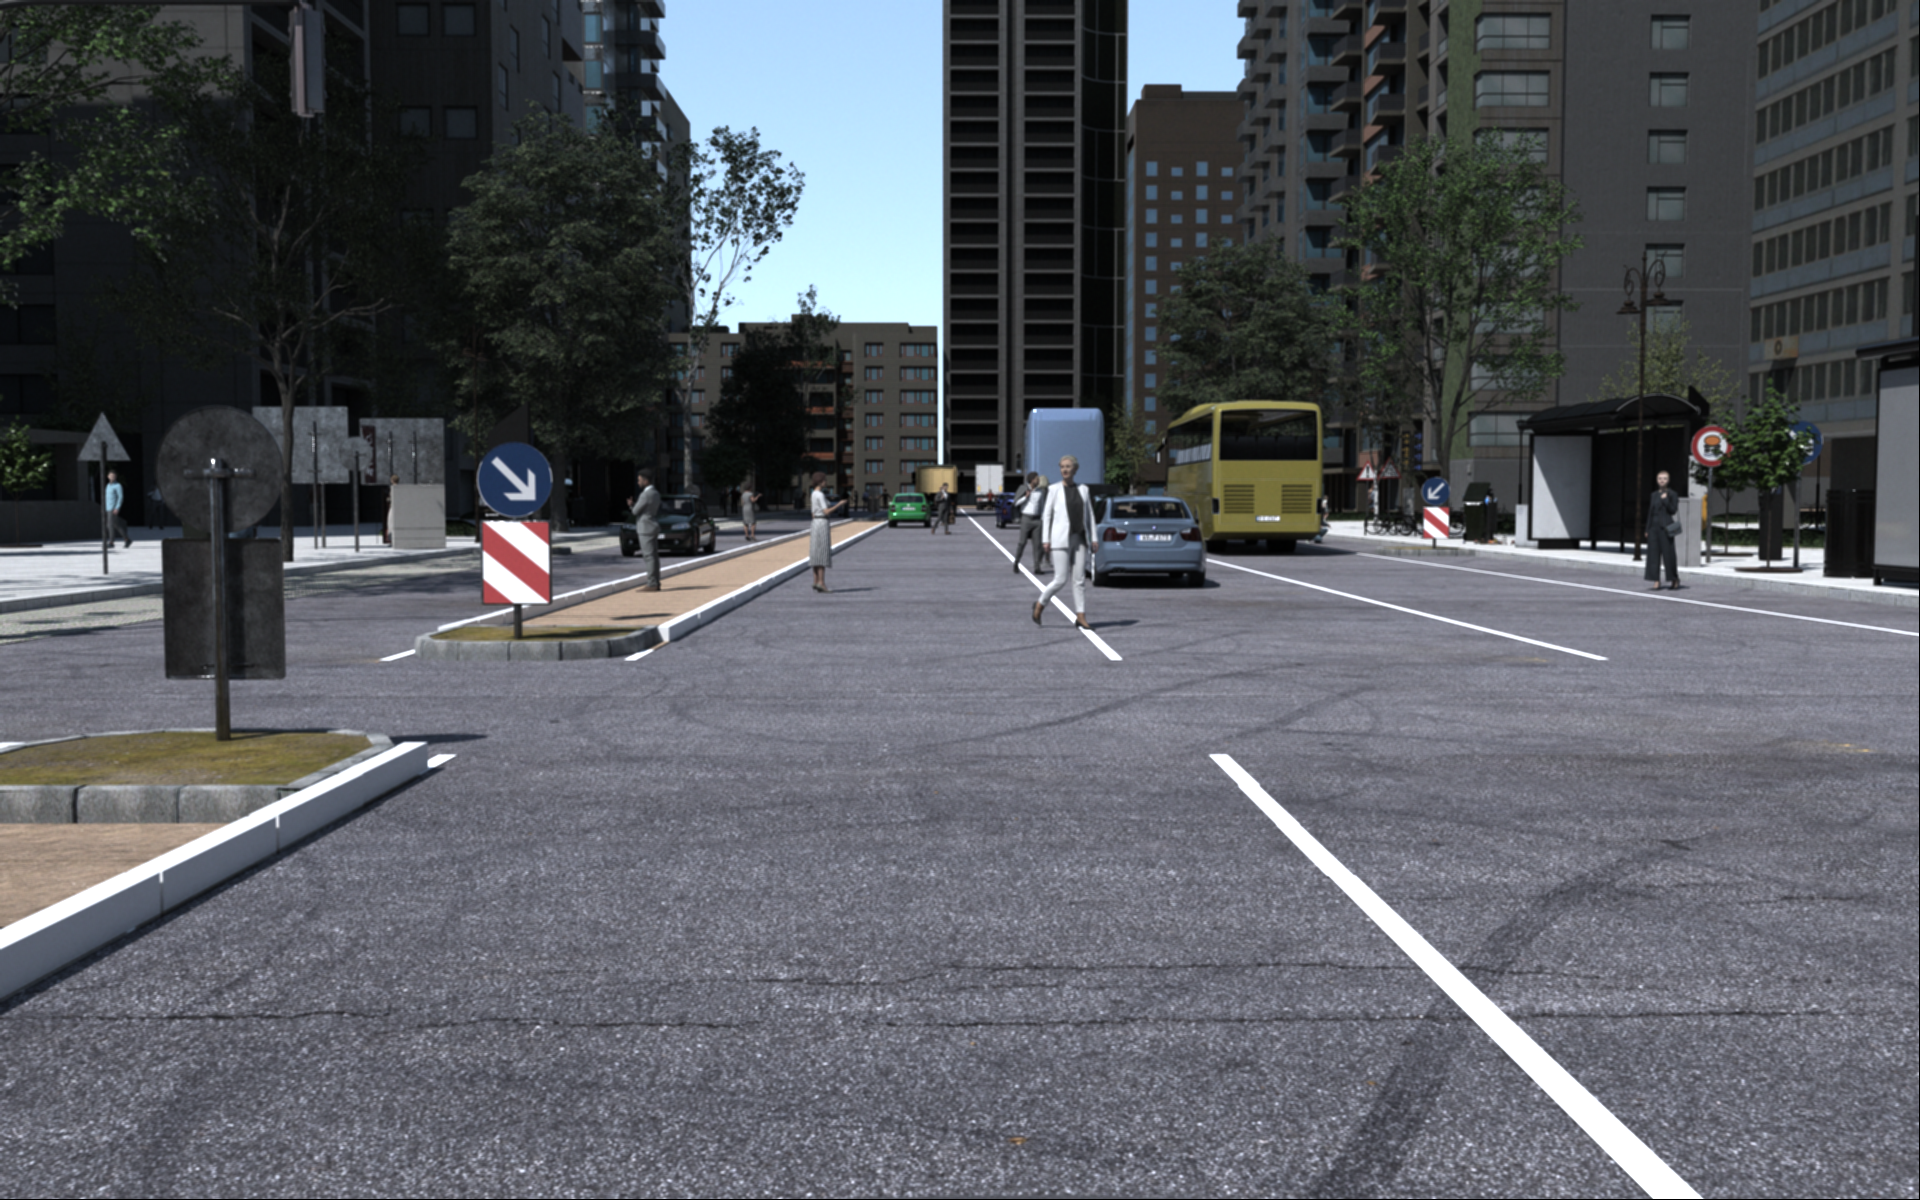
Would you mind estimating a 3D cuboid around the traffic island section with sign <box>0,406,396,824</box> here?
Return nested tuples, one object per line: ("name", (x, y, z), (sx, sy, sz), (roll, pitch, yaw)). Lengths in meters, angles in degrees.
("traffic island section with sign", (-3.844, -0.017, 8.415), (2.006, 1.907, 1.989), (0, 4, 0))

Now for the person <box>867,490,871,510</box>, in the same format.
("person", (-8.460, -9.290, 160.400), (0.705, 1.823, 1.348), (-1, 4, -18))

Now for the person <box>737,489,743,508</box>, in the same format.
("person", (-20.110, -9.192, 157.162), (1.217, 1.723, 0.721), (0, 4, -7))

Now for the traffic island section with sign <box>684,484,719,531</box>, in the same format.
("traffic island section with sign", (-10.551, -3.646, 68.241), (1.989, 1.847, 2.006), (0, 4, 0))

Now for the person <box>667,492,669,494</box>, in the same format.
("person", (-24.176, -8.265, 144.371), (0.628, 1.438, 0.799), (0, 4, -4))

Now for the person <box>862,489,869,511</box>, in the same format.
("person", (-8.146, -8.681, 150.308), (0.709, 1.838, 0.599), (0, 4, -6))

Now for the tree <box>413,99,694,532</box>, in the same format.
("tree", (-13.448, -9.254, 57.960), (9.857, 13.997, 8.962), (0, 3, 0))

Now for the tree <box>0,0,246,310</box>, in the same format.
("tree", (-13.378, -5.894, 22.119), (9.928, 11.665, 9.643), (0, 3, 0))

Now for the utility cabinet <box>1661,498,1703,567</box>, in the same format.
("utility cabinet", (12.790, -1.203, 30.829), (0.306, 1.237, 1.020), (-1, 4, -9))

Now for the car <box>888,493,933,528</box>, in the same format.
("car", (-2.158, -4.056, 75.109), (1.959, 1.807, 4.718), (0, 4, 0))

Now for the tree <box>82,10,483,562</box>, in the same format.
("tree", (-12.511, -6.012, 32.709), (8.767, 10.594, 7.601), (3, 5, 43))

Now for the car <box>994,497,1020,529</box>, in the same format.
("car", (2.442, -3.696, 73.007), (1.945, 1.354, 3.894), (0, 4, -2))

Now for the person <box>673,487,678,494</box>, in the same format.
("person", (-23.294, -8.324, 142.070), (0.705, 1.831, 1.348), (1, 4, 17))

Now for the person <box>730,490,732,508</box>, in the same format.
("person", (-21.567, -9.645, 164.554), (0.721, 1.723, 1.217), (0, 4, 0))

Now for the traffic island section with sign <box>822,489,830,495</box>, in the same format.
("traffic island section with sign", (-11.202, -8.349, 145.141), (1.989, 1.847, 2.006), (0, 4, 0))

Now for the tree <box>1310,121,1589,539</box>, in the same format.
("tree", (13.907, -7.570, 49.524), (9.928, 11.665, 9.643), (0, 3, 0))

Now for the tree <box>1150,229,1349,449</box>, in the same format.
("tree", (13.705, -10.760, 82.587), (9.857, 13.997, 8.962), (0, 3, 0))

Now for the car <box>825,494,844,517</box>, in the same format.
("car", (-8.376, -6.078, 111.373), (2.014, 1.417, 4.499), (0, 4, -2))

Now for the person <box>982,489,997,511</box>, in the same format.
("person", (2.556, -8.466, 146.858), (1.348, 1.831, 0.705), (1, 4, 13))

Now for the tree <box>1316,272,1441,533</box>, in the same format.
("tree", (13.713, -6.508, 56.766), (4.360, 8.622, 3.978), (0, 3, 0))

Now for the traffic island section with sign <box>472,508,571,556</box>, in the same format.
("traffic island section with sign", (-10.321, -1.984, 41.060), (1.989, 1.847, 2.006), (0, 4, 0))

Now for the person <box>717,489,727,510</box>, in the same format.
("person", (-19.668, -8.318, 142.845), (0.445, 1.727, 0.742), (3, 5, 40))

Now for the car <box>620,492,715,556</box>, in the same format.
("car", (-6.888, -1.909, 41.006), (2.009, 1.686, 4.222), (0, 4, 1))

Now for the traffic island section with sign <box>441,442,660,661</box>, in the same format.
("traffic island section with sign", (-3.897, -0.470, 15.822), (2.006, 1.907, 1.989), (0, 4, 0))

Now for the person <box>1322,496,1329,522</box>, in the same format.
("person", (16.515, -4.133, 78.640), (0.382, 1.210, 0.505), (-2, 4, -25))

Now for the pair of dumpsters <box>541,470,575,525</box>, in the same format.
("pair of dumpsters", (-16.110, -4.121, 69.866), (1.574, 2.255, 4.437), (0, 4, -1))

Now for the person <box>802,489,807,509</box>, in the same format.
("person", (-13.848, -8.934, 152.940), (0.721, 1.723, 1.217), (-3, 4, -38))

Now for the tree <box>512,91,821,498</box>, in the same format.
("tree", (-14.386, -13.897, 83.112), (12.611, 20.169, 13.585), (0, 3, 0))

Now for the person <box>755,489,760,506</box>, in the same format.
("person", (-16.677, -8.354, 143.416), (0.721, 1.735, 1.217), (1, 4, 16))

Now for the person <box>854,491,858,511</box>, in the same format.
("person", (-8.660, -8.353, 145.871), (0.445, 1.727, 0.742), (-2, 4, -35))

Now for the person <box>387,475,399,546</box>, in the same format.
("person", (-13.972, -2.214, 42.791), (0.362, 1.759, 0.519), (1, 4, 11))

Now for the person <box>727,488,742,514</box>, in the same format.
("person", (-14.690, -6.535, 112.851), (1.348, 1.831, 0.705), (1, 4, 10))

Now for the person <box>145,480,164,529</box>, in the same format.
("person", (-29.314, -3.483, 63.096), (0.850, 1.850, 0.679), (3, 5, 40))

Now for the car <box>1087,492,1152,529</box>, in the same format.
("car", (3.118, -1.435, 33.242), (2.009, 1.686, 4.222), (0, 4, 0))

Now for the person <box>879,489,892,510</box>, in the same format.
("person", (-6.606, -8.840, 152.671), (1.348, 1.869, 0.705), (-2, 4, -26))

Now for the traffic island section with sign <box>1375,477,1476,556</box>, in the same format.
("traffic island section with sign", (10.907, -1.973, 40.887), (1.989, 1.847, 2.006), (0, 4, 0))

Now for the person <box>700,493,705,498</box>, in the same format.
("person", (-23.381, -9.123, 155.922), (0.721, 1.743, 1.217), (2, 4, 30))

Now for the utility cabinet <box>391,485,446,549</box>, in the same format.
("utility cabinet", (-12.651, -1.944, 40.456), (1.173, 1.500, 0.318), (-2, 4, -28))

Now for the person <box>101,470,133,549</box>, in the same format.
("person", (-19.909, -2.139, 40.884), (0.748, 1.841, 0.638), (-3, 5, -41))

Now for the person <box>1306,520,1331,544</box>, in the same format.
("person", (10.415, -2.212, 50.166), (0.738, 1.151, 1.012), (3, 5, 40))

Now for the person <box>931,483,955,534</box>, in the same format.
("person", (-0.600, -3.251, 61.625), (0.622, 1.834, 0.822), (-3, 5, -42))

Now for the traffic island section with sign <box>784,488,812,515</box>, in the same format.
("traffic island section with sign", (-10.968, -6.701, 118.187), (1.989, 1.847, 2.006), (0, 4, 0))

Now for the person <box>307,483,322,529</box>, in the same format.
("person", (-23.751, -3.536, 63.827), (0.573, 1.828, 0.580), (-2, 4, -24))

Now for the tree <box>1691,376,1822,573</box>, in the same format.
("tree", (13.229, -2.078, 28.574), (1.663, 3.219, 1.824), (0, 3, 0))

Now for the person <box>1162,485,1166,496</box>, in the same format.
("person", (12.537, -6.098, 105.761), (0.705, 1.823, 1.348), (-1, 4, -17))

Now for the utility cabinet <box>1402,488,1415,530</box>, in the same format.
("utility cabinet", (15.753, -3.193, 60.892), (0.318, 1.500, 1.173), (1, 4, 10))

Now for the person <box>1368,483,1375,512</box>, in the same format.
("person", (20.273, -4.847, 85.383), (0.616, 1.811, 0.778), (-3, 5, -40))

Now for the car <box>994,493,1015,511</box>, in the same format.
("car", (3.287, -6.692, 119.008), (1.945, 1.707, 3.694), (0, 4, 1))

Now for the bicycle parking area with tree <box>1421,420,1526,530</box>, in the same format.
("bicycle parking area with tree", (21.610, -4.755, 64.742), (9.016, 4.147, 8.231), (1, 4, 21))

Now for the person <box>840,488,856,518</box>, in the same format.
("person", (-6.765, -5.809, 103.491), (1.348, 1.822, 0.705), (3, 5, 44))

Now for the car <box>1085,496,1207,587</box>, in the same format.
("car", (2.937, -0.986, 28.117), (2.014, 1.417, 4.499), (0, 4, 1))

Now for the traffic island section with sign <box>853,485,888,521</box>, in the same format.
("traffic island section with sign", (-4.549, -5.066, 90.958), (2.006, 1.907, 1.989), (0, 4, 0))

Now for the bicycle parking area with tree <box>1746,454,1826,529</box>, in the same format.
("bicycle parking area with tree", (34.685, -4.790, 65.325), (8.231, 4.147, 9.016), (0, 4, 5))

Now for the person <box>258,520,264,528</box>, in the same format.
("person", (-26.420, -3.552, 64.870), (0.466, 1.731, 0.760), (1, 4, 23))

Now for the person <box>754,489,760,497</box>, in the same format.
("person", (-18.655, -9.466, 161.540), (1.217, 1.735, 0.721), (1, 4, 9))
